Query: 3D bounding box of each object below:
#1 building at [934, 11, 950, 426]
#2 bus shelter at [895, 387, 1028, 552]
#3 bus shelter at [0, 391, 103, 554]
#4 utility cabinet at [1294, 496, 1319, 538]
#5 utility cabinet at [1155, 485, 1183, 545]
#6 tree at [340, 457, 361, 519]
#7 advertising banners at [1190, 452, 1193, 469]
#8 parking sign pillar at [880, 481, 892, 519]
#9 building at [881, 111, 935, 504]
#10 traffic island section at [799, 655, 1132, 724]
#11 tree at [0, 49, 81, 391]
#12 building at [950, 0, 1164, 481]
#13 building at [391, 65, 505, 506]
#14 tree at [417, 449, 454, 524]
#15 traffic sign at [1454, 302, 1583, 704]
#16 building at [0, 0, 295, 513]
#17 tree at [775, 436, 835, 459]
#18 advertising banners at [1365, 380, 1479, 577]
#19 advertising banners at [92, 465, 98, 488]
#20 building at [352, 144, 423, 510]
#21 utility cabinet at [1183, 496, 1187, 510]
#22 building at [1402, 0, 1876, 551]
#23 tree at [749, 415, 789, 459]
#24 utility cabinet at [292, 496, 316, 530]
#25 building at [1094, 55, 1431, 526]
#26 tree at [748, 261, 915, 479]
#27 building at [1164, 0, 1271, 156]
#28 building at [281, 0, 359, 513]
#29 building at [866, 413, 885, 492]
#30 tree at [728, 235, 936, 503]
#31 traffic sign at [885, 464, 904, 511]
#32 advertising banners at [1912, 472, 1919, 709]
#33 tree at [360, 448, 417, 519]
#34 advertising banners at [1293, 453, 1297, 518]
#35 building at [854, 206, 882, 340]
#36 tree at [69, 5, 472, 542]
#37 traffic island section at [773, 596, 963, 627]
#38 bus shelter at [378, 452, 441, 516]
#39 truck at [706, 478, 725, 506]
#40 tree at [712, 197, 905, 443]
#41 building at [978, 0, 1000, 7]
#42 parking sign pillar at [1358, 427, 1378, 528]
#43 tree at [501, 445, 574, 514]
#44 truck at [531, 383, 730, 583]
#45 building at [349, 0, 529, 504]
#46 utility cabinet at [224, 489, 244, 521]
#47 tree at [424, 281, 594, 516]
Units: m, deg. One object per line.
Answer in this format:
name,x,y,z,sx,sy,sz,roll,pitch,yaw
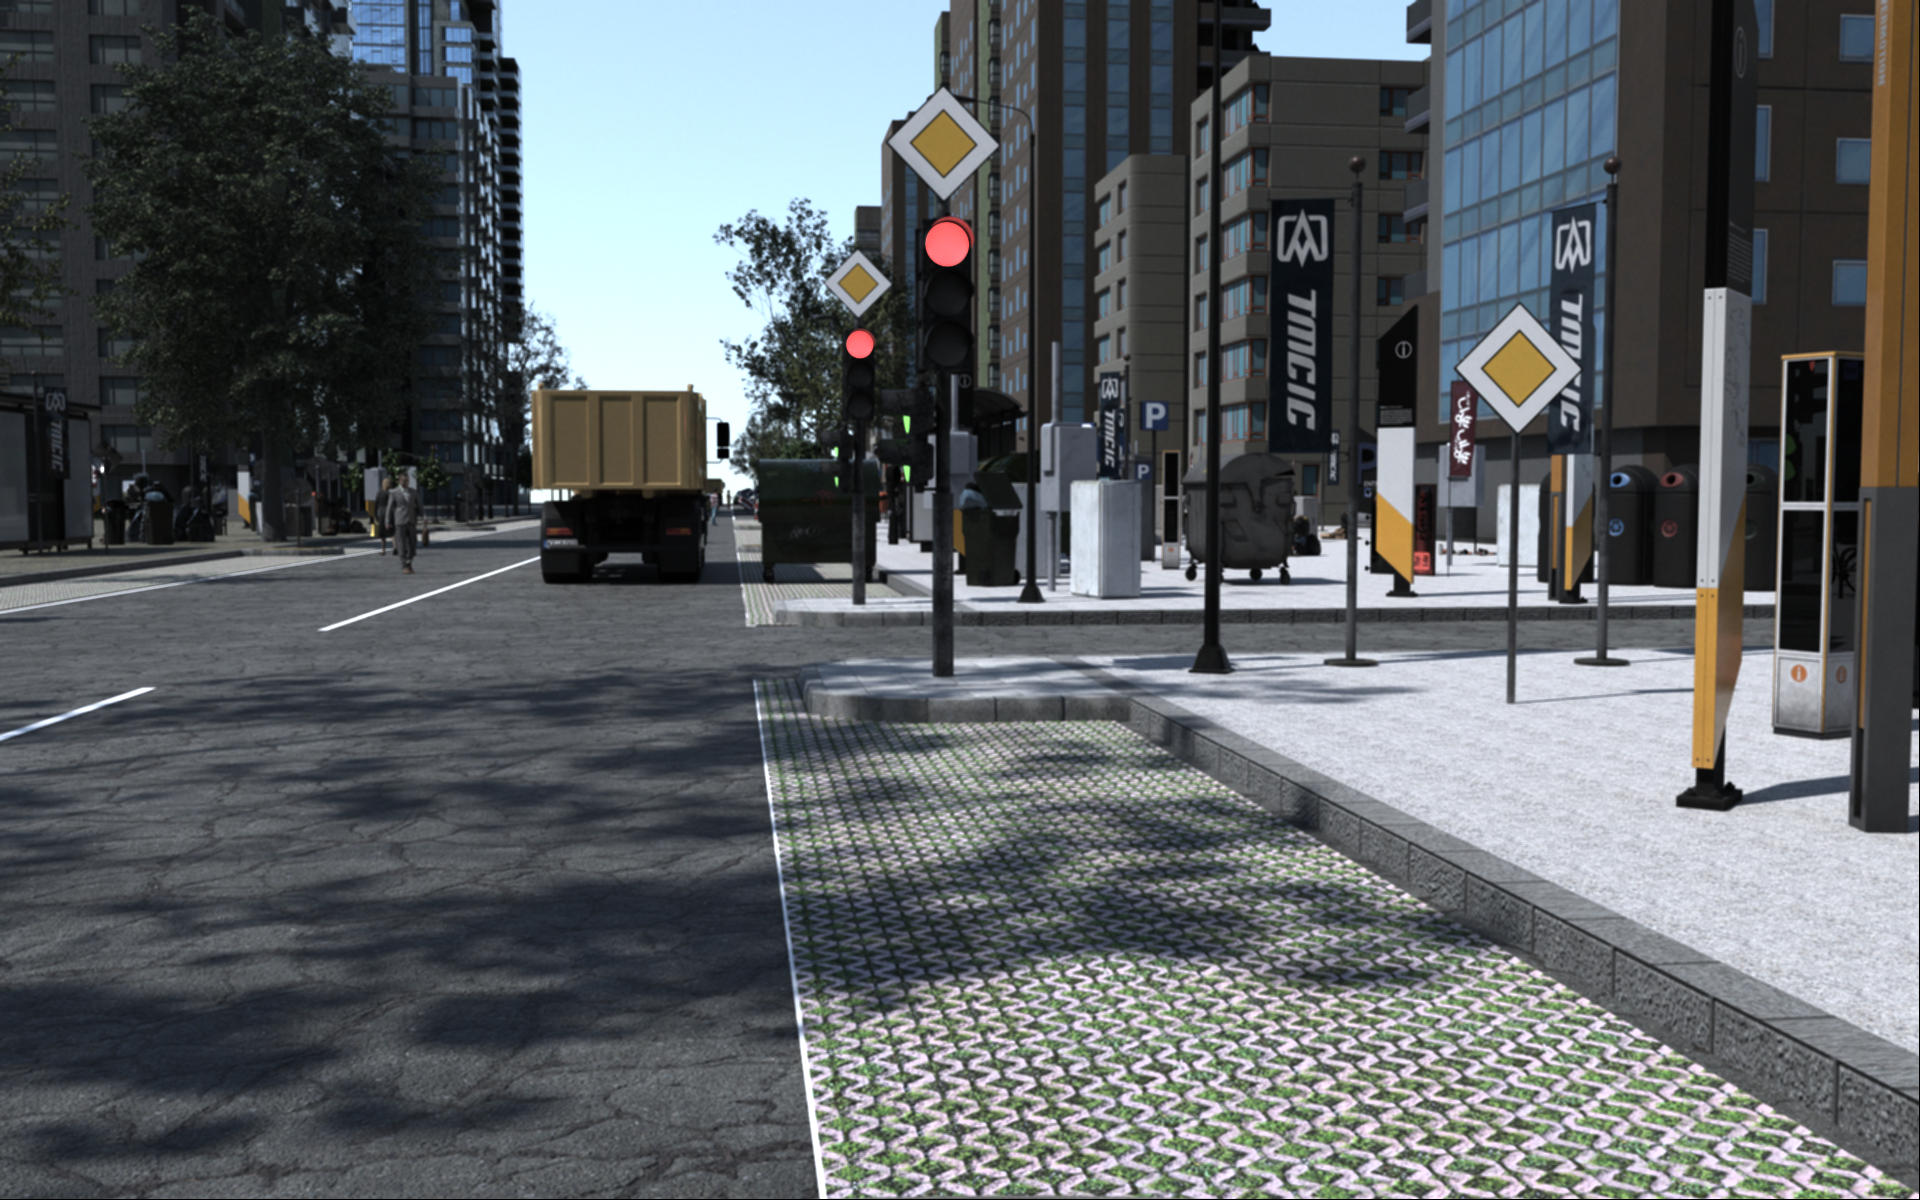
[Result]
building,4.532,-28.635,151.777,14.154,41.232,14.086,0,4,-8
bus shelter,-0.005,-2.549,35.593,2.014,3.302,5.546,0,4,-8
bus shelter,-20.551,-3.576,36.098,2.179,5.291,8.768,0,4,-8
utility cabinet,9.372,-2.184,46.871,0.306,1.237,1.020,2,4,34
utility cabinet,4.994,-2.132,43.534,1.173,1.500,0.318,1,4,14
tree,-31.651,-5.871,90.593,1.663,3.219,1.824,0,3,0
advertising banners,9.770,-4.626,71.828,0.090,3.025,2.074,0,4,-5
parking sign pillar,-3.505,-6.148,88.990,1.447,3.967,1.447,0,4,5
building,-1.731,-33.878,204.012,14.600,45.320,14.200,0,4,-8
traffic island section,-0.097,0.616,12.205,2.009,0.180,2.903,0,4,-8
tree,-16.036,-4.684,26.947,4.737,8.622,4.395,0,3,0
building,6.944,-29.792,137.213,14.600,45.320,14.200,0,4,-8
building,-65.568,-35.517,200.313,23.786,49.044,30.456,0,4,-8
tree,-22.456,-4.864,74.134,1.663,3.219,1.824,0,3,0
traffic sign,3.372,-0.572,10.538,0.795,2.450,0.064,0,4,-4
building,-46.634,-25.279,96.901,14.154,41.232,14.086,0,4,-8
tree,-7.848,-6.420,88.682,4.285,4.588,4.351,0,3,0
advertising banners,7.244,-1.895,27.177,0.090,3.025,2.074,-3,5,-39
advertising banners,-37.219,-4.716,73.287,2.074,3.025,0.090,1,4,19
building,-52.677,-22.638,141.834,14.160,30.474,14.107,0,4,-8
utility cabinet,7.845,-2.989,60.033,0.306,1.237,1.020,2,4,30
building,20.432,-23.976,42.114,14.200,45.320,14.600,0,4,-8
tree,-16.919,-12.591,156.229,4.360,8.622,3.978,0,3,0
utility cabinet,-23.500,-3.111,62.019,0.306,1.237,1.020,1,4,14
building,23.150,-14.656,84.660,27.650,21.520,28.899,0,4,-8
tree,-3.505,-6.328,53.829,4.737,8.622,4.395,0,3,0
building,10.446,-28.060,108.894,14.600,45.320,14.200,0,4,-8
building,-54.138,-30.488,118.092,23.786,49.044,30.456,0,4,-8
building,1.453,-23.442,228.308,27.650,21.520,28.899,0,4,-8
tree,-4.218,-7.887,63.371,8.767,10.594,7.601,1,4,14
traffic sign,-2.087,-3.472,56.880,0.768,2.556,0.104,0,4,1
advertising banners,6.289,-0.851,10.108,2.074,3.025,0.090,1,4,15
tree,-21.692,-4.348,65.694,1.663,3.219,1.824,0,3,0
advertising banners,12.481,-4.183,64.581,0.090,3.025,2.074,1,4,15
building,-8.195,-34.524,248.067,14.154,41.232,14.086,0,4,-8
tree,-18.466,-8.553,46.492,9.857,13.997,8.962,0,3,0
traffic island section,-1.151,0.132,20.121,2.009,0.180,2.903,0,4,-8
bus shelter,-27.300,-5.639,86.118,2.014,3.302,5.546,0,4,-7
truck,-30.601,-13.298,213.353,3.469,3.379,9.791,-1,4,-9
tree,-9.256,-15.466,108.755,12.611,20.169,13.585,0,3,0
building,8.088,-26.890,123.250,14.154,41.232,14.086,0,4,-8
parking sign pillar,15.473,-4.707,65.434,1.447,3.967,1.447,1,4,18
tree,-28.175,-7.941,113.556,4.285,4.588,4.351,0,3,0
truck,-5.939,-2.179,31.548,3.469,3.379,9.791,0,4,-7
building,-68.789,-56.086,229.682,22.319,86.520,31.000,0,4,-8
utility cabinet,-33.429,-4.370,80.124,1.173,1.500,0.318,-1,4,-14
tree,-26.086,-11.645,100.767,12.009,13.543,11.850,0,3,0
